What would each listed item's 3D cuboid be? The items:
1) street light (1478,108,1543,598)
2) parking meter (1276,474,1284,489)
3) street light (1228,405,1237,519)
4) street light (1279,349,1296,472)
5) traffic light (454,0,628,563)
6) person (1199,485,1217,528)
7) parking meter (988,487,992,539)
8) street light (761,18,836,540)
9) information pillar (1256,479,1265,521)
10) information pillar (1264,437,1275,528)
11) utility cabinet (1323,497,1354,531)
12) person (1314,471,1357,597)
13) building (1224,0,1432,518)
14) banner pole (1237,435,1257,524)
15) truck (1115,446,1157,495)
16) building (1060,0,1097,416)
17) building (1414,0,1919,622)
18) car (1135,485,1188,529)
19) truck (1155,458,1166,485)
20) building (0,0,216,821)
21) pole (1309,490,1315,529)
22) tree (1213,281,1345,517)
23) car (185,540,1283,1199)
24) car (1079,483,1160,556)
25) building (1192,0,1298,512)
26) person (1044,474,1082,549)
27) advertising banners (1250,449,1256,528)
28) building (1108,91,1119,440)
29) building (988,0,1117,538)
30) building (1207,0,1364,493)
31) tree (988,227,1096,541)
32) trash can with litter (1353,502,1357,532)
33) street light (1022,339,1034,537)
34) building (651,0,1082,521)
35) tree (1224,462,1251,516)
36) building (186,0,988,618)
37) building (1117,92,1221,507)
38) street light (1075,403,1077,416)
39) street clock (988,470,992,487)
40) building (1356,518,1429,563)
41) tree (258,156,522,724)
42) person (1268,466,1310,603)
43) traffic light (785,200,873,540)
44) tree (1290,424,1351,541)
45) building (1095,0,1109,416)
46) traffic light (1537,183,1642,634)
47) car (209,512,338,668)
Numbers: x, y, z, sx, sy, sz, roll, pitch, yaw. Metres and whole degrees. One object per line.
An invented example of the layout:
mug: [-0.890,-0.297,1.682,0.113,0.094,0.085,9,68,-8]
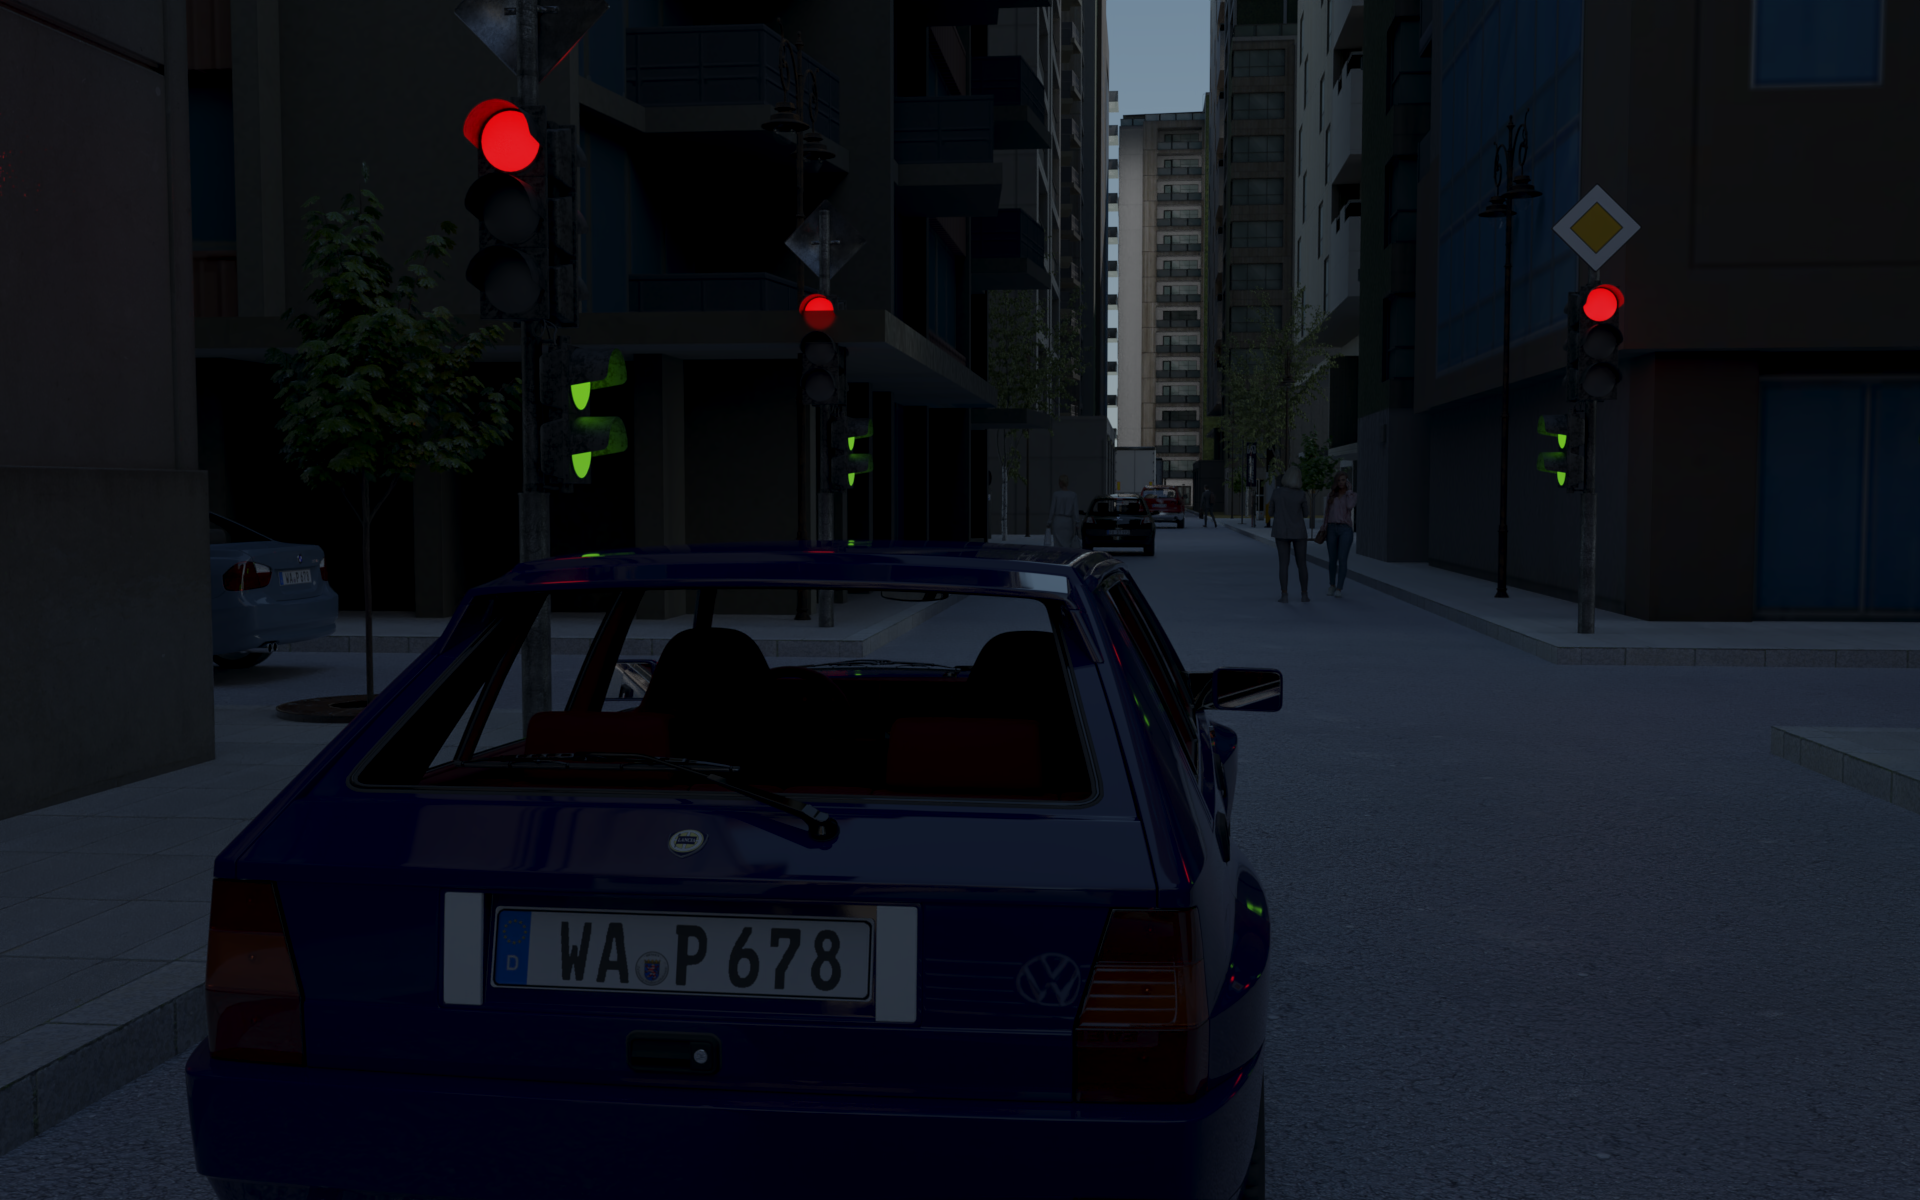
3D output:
street light: [6.715,-2.966,21.288,0.468,5.910,1.993,0,4,6]
parking meter: [9.307,-2.713,50.061,0.255,1.863,0.399,-1,4,-14]
street light: [14.142,-7.159,89.841,0.468,5.910,1.993,0,4,6]
street light: [10.476,-5.062,55.552,0.468,5.910,1.993,0,4,6]
traffic light: [-2.120,-1.206,8.642,0.839,4.253,0.868,0,4,6]
person: [10.654,-4.029,74.334,0.622,1.834,0.822,-1,4,-23]
parking meter: [0.715,-2.514,49.510,0.372,1.533,0.369,0,3,0]
street light: [-1.606,-2.733,17.480,0.468,5.910,1.993,0,4,6]
information pillar: [14.558,-4.862,83.982,0.304,2.012,0.304,-1,4,-16]
information pillar: [11.831,-4.570,66.067,0.183,3.616,0.504,3,5,44]
utility cabinet: [11.589,-2.561,53.038,1.020,1.237,0.306,-2,4,-33]
person: [5.286,-0.926,24.235,0.593,1.750,0.643,2,4,30]
building: [23.936,-20.692,110.011,14.160,30.474,14.107,0,4,6]
banner pole: [12.221,-5.111,73.581,0.863,3.779,0.401,2,4,31]
truck: [10.857,-7.264,107.681,2.839,4.237,11.283,0,4,6]
building: [2.831,-27.174,127.895,14.154,41.232,14.086,0,4,6]
building: [14.290,-22.736,21.844,14.200,45.320,14.600,0,4,6]
car: [8.543,-3.978,73.712,2.281,1.827,5.304,0,4,8]
truck: [14.984,-9.146,138.445,2.839,4.237,11.283,0,4,8]
building: [-18.523,-10.317,1.974,30.059,22.955,16.112,0,4,6]
pole: [13.061,-4.300,64.142,0.158,3.312,0.155,0,3,0]
tree: [10.929,-6.670,59.419,4.737,8.622,4.395,0,3,0]
car: [-0.157,0.504,4.333,1.945,1.354,3.894,0,4,8]
car: [3.800,-1.943,41.556,2.009,1.686,4.222,0,4,5]
building: [27.745,-42.051,125.788,20.563,71.187,20.611,0,4,6]
person: [1.799,-1.327,30.551,0.694,1.780,0.624,1,4,10]
advertising banners: [11.328,-4.331,66.992,0.090,3.025,2.074,0,4,4]
building: [1.733,-34.680,186.625,30.456,49.044,23.786,0,4,6]
building: [-4.459,-38.240,63.484,20.563,71.187,20.611,0,4,6]
building: [35.445,-34.277,149.675,28.713,52.752,27.495,0,4,6]
tree: [1.460,-5.932,47.347,4.737,8.622,4.395,0,3,0]
trash can with litter: [13.072,-2.820,57.495,1.055,1.170,0.624,-1,4,-9]
street light: [2.022,-4.823,51.648,0.468,5.910,1.993,0,4,6]
building: [-3.929,-27.632,106.404,22.147,44.769,28.867,0,4,6]
tree: [16.746,-6.662,103.530,1.663,3.219,1.824,0,3,0]
building: [-9.809,-22.986,30.440,22.147,44.769,28.867,0,4,6]
building: [23.398,-30.362,180.013,14.086,41.232,14.154,0,4,6]
street light: [5.755,-6.934,86.156,0.468,5.910,1.993,0,4,6]
street clock: [0.775,-2.941,52.657,0.358,2.002,0.471,2,4,25]
building: [15.715,-16.265,37.642,14.160,30.474,14.107,0,4,6]
tree: [-3.451,-0.939,9.957,1.663,3.219,1.824,0,3,0]
person: [4.371,-0.876,23.013,0.537,1.800,0.526,2,4,24]
traffic light: [-1.272,-1.692,16.582,0.839,4.253,0.868,0,4,6]
tree: [9.664,-3.241,47.586,1.663,3.219,1.824,0,3,0]
building: [6.455,-31.207,160.341,14.200,45.320,14.600,0,4,6]
traffic light: [5.751,-1.647,15.851,0.839,4.253,0.868,0,4,6]
car: [-7.283,-0.102,13.669,4.499,1.417,2.014,0,4,5]
